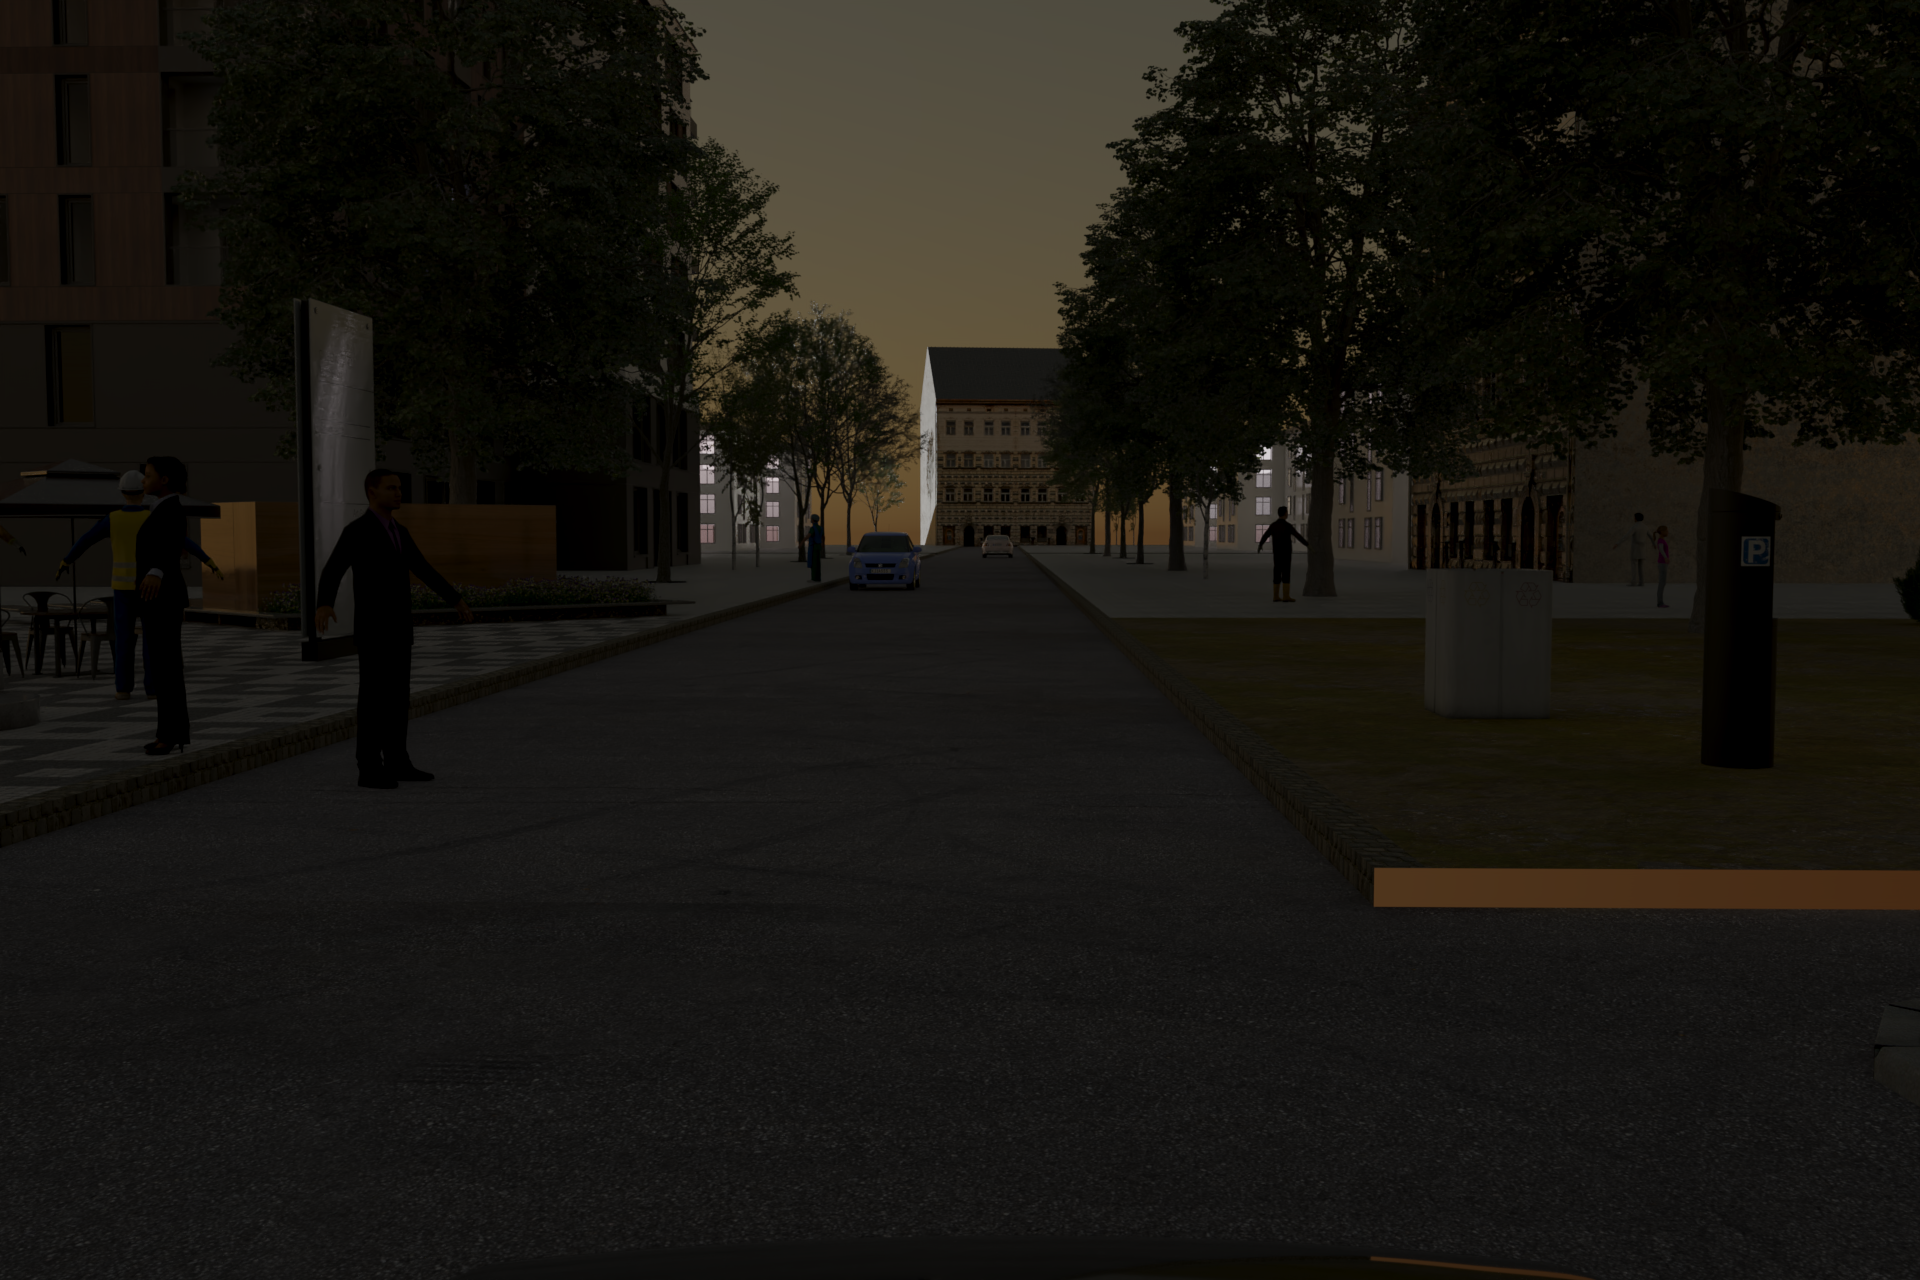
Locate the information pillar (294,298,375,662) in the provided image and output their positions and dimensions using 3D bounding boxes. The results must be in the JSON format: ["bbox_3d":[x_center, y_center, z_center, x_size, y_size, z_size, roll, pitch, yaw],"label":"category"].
[{"bbox_3d":[-6.506,-1.640,18.129,0.184,3.620,1.656,0,4,2],"label":"information pillar"}]

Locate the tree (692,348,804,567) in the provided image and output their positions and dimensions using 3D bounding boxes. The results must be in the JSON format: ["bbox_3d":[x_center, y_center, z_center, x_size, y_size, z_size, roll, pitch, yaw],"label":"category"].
[{"bbox_3d":[-8.077,-7.128,66.902,4.737,8.622,4.395,0,3,0],"label":"tree"}]

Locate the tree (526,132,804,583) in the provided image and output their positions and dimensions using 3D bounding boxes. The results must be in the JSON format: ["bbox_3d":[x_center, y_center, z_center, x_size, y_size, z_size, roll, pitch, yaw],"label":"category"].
[{"bbox_3d":[-7.644,-7.304,45.170,9.928,11.665,9.643,0,3,0],"label":"tree"}]

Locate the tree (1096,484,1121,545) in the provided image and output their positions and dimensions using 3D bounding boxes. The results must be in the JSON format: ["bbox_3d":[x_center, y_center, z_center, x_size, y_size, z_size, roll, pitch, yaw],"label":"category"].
[{"bbox_3d":[18.053,-15.394,202.059,4.737,8.622,4.395,0,3,0],"label":"tree"}]

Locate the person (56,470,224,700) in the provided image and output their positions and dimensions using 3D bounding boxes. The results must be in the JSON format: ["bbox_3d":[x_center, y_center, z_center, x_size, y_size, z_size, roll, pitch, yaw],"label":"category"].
[{"bbox_3d":[-6.405,-0.432,13.522,1.216,1.772,0.721,-1,4,-12],"label":"person"}]

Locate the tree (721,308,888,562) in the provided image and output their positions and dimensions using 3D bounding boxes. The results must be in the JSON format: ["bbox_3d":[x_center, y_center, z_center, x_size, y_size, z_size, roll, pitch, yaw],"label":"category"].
[{"bbox_3d":[-7.115,-9.356,78.722,9.928,11.665,9.643,0,3,0],"label":"tree"}]

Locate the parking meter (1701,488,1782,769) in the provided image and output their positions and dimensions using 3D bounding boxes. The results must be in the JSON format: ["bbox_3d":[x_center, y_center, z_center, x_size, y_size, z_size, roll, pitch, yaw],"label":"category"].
[{"bbox_3d":[4.322,-0.072,9.589,0.372,1.533,0.369,0,3,0],"label":"parking meter"}]

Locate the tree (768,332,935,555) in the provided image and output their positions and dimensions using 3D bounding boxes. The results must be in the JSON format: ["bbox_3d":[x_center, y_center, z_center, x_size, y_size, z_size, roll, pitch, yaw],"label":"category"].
[{"bbox_3d":[-6.708,-11.846,104.058,12.009,13.543,11.850,0,3,0],"label":"tree"}]

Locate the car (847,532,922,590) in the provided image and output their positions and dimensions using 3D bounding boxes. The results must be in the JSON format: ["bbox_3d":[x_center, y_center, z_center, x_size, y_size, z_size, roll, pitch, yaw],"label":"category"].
[{"bbox_3d":[-1.942,-2.179,45.225,1.945,1.707,3.694,0,4,2],"label":"car"}]

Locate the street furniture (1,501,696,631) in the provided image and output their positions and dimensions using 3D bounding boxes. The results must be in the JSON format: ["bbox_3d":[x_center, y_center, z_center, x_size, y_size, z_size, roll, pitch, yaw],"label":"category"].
[{"bbox_3d":[-7.945,-1.218,26.762,9.812,1.723,11.010,3,5,45],"label":"street furniture"}]

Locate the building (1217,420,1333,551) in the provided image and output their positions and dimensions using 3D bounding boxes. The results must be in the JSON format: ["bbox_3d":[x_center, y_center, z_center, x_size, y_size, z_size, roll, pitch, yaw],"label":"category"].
[{"bbox_3d":[26.889,-12.099,139.962,9.099,9.664,28.070,0,4,1],"label":"building"}]

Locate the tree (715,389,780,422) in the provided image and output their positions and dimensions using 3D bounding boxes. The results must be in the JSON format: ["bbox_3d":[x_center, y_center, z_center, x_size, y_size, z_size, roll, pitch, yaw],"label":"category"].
[{"bbox_3d":[-22.134,-21.131,201.378,12.611,20.169,13.585,0,3,0],"label":"tree"}]

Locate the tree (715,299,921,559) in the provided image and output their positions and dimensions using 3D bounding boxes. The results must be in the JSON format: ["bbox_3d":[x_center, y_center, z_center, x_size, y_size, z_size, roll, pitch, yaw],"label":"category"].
[{"bbox_3d":[-7.146,-10.992,90.096,12.009,13.543,11.850,0,3,0],"label":"tree"}]

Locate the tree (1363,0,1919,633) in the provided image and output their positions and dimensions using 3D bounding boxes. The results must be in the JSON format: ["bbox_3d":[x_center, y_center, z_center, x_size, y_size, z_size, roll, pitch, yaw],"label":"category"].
[{"bbox_3d":[9.946,-7.067,22.198,9.857,13.997,8.962,0,3,0],"label":"tree"}]

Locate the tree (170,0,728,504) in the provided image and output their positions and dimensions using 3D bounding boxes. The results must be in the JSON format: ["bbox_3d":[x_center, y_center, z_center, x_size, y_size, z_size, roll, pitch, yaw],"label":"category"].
[{"bbox_3d":[-8.783,-7.572,30.451,9.857,13.997,8.962,0,3,0],"label":"tree"}]

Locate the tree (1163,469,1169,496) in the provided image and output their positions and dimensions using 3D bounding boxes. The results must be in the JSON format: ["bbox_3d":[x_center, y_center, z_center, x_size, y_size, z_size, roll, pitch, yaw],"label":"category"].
[{"bbox_3d":[28.379,-17.963,200.353,9.857,13.997,8.962,0,3,0],"label":"tree"}]

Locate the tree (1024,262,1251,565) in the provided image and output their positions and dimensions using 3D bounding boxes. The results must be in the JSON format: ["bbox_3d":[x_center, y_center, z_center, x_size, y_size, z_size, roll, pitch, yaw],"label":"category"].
[{"bbox_3d":[7.788,-9.963,73.265,12.009,13.543,11.850,0,3,0],"label":"tree"}]

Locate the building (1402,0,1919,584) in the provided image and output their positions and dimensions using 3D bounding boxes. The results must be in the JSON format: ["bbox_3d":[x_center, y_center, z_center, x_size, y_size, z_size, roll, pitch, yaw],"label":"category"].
[{"bbox_3d":[25.366,-13.595,53.212,19.493,23.208,18.063,0,4,2],"label":"building"}]

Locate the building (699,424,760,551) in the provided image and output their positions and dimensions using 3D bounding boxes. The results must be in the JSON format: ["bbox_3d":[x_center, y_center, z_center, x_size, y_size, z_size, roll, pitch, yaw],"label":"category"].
[{"bbox_3d":[-21.004,-12.339,143.887,9.099,9.664,28.070,0,4,1],"label":"building"}]

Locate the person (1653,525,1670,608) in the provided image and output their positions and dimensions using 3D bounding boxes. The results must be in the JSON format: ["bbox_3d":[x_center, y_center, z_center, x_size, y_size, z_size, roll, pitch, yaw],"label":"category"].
[{"bbox_3d":[12.331,-1.282,30.235,0.599,1.433,0.991,1,4,23],"label":"person"}]

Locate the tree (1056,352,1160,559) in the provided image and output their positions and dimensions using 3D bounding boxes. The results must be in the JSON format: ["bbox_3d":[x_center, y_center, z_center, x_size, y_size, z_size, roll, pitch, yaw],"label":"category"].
[{"bbox_3d":[8.707,-10.087,90.680,9.928,11.665,9.643,0,3,0],"label":"tree"}]

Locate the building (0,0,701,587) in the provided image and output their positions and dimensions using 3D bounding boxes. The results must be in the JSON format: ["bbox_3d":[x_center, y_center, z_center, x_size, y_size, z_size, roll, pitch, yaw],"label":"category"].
[{"bbox_3d":[-25.526,-13.078,57.795,27.936,21.610,32.646,0,4,2],"label":"building"}]

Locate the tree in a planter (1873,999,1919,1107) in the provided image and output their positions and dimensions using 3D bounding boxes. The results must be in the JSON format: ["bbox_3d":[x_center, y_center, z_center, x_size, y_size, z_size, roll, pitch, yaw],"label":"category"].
[{"bbox_3d":[3.388,-0.418,4.054,1.991,3.239,1.994,0,4,1],"label":"tree in a planter"}]

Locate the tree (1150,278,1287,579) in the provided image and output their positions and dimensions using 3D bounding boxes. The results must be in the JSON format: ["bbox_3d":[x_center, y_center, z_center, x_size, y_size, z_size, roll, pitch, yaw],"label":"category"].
[{"bbox_3d":[6.769,-6.014,48.698,4.360,8.622,3.978,0,3,0],"label":"tree"}]

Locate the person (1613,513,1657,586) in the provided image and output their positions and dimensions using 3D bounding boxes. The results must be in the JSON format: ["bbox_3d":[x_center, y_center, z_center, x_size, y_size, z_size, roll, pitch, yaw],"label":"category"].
[{"bbox_3d":[16.642,-2.225,42.573,1.347,1.806,0.705,-1,4,-23],"label":"person"}]

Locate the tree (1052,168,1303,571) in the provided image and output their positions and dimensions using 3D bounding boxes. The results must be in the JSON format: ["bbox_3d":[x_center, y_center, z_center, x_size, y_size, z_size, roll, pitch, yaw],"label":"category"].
[{"bbox_3d":[7.617,-9.393,60.238,9.857,13.997,8.962,0,3,0],"label":"tree"}]

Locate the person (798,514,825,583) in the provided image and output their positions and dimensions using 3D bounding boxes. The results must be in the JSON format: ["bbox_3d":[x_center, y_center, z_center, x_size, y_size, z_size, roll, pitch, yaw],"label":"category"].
[{"bbox_3d":[-3.869,-2.433,45.902,0.704,1.817,1.347,2,4,25],"label":"person"}]

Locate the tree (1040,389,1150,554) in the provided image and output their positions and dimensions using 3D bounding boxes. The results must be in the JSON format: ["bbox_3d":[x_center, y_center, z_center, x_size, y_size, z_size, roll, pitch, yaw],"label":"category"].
[{"bbox_3d":[8.683,-11.338,111.139,9.928,11.665,9.643,0,3,0],"label":"tree"}]

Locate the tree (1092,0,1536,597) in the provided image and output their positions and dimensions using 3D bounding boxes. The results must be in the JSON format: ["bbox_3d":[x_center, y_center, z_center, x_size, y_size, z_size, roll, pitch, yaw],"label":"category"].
[{"bbox_3d":[7.530,-7.876,35.422,9.857,13.997,8.962,0,3,0],"label":"tree"}]

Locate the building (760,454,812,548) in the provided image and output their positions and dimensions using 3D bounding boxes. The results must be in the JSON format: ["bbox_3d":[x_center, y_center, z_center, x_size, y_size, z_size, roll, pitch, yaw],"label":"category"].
[{"bbox_3d":[-19.256,-14.153,173.541,9.099,9.664,28.070,0,4,2],"label":"building"}]

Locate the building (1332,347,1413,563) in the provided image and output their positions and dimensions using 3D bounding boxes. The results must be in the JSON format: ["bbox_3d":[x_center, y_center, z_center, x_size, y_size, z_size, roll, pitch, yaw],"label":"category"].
[{"bbox_3d":[23.720,-8.251,77.048,9.099,9.664,28.070,0,4,1],"label":"building"}]

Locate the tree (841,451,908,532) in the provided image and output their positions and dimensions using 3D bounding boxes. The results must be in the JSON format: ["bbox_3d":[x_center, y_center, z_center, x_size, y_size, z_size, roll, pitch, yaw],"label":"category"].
[{"bbox_3d":[-10.068,-17.013,203.913,9.928,11.665,9.643,0,3,0],"label":"tree"}]

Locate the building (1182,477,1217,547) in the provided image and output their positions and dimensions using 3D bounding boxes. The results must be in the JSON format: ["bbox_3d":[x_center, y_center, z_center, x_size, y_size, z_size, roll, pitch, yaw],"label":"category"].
[{"bbox_3d":[27.920,-14.120,173.005,9.099,9.664,28.070,0,4,2],"label":"building"}]

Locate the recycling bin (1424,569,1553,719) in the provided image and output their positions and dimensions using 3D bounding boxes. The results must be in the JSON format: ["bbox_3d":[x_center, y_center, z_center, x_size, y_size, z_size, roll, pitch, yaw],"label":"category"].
[{"bbox_3d":[3.752,0.014,12.332,0.722,1.027,0.722,0,4,2],"label":"recycling bin"}]

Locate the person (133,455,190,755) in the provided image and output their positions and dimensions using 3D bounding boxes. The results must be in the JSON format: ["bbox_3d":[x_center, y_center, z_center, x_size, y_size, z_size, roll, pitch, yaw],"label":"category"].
[{"bbox_3d":[-4.737,-0.209,10.132,0.721,1.740,1.216,-2,4,-27],"label":"person"}]

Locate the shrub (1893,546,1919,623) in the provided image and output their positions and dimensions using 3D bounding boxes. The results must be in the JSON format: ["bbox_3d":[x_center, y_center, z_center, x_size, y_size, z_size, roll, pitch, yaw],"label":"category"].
[{"bbox_3d":[13.838,-0.826,24.616,1.383,1.207,1.383,0,3,0],"label":"shrub"}]

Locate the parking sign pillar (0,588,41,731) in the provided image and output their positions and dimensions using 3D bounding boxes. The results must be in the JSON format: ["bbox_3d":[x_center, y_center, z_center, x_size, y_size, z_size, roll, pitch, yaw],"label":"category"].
[{"bbox_3d":[-6.920,-1.401,11.383,1.447,3.967,1.447,0,4,2],"label":"parking sign pillar"}]

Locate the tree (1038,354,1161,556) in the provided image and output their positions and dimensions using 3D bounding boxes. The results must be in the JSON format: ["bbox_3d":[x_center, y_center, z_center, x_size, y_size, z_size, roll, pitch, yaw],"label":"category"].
[{"bbox_3d":[8.385,-11.089,99.426,7.486,12.596,7.792,0,3,0],"label":"tree"}]

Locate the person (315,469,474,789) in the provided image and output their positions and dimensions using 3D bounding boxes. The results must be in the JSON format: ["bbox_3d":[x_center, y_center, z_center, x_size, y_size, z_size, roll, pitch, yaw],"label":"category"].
[{"bbox_3d":[-3.267,-0.075,9.903,0.704,1.802,1.346,1,4,19],"label":"person"}]

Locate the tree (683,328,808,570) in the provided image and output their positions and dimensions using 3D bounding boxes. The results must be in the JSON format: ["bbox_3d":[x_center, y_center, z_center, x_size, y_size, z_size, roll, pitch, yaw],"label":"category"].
[{"bbox_3d":[-8.276,-6.801,61.554,4.360,8.622,3.978,0,3,0],"label":"tree"}]

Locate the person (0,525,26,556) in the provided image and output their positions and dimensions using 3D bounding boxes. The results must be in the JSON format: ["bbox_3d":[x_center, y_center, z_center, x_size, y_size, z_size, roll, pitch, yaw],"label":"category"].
[{"bbox_3d":[-17.197,-1.513,30.500,1.354,1.858,0.705,-1,4,-22],"label":"person"}]

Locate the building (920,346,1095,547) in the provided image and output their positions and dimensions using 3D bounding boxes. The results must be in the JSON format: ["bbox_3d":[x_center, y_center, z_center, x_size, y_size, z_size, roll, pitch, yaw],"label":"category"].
[{"bbox_3d":[5.198,-22.598,202.855,18.063,23.208,19.493,0,4,-6],"label":"building"}]

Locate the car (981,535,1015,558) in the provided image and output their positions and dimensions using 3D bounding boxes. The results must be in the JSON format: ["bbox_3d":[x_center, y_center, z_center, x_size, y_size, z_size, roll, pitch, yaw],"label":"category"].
[{"bbox_3d":[2.279,-5.662,104.942,2.083,1.381,4.827,0,4,1],"label":"car"}]

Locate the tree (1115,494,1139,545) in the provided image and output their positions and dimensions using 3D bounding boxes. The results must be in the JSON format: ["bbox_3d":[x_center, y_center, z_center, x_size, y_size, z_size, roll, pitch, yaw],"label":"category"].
[{"bbox_3d":[19.586,-15.104,197.311,4.737,8.622,4.395,0,3,0],"label":"tree"}]

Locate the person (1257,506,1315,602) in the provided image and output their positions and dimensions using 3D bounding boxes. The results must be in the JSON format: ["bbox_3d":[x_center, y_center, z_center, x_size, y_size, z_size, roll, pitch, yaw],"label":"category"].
[{"bbox_3d":[6.109,-1.626,32.722,0.704,1.812,1.346,-3,5,-41],"label":"person"}]
